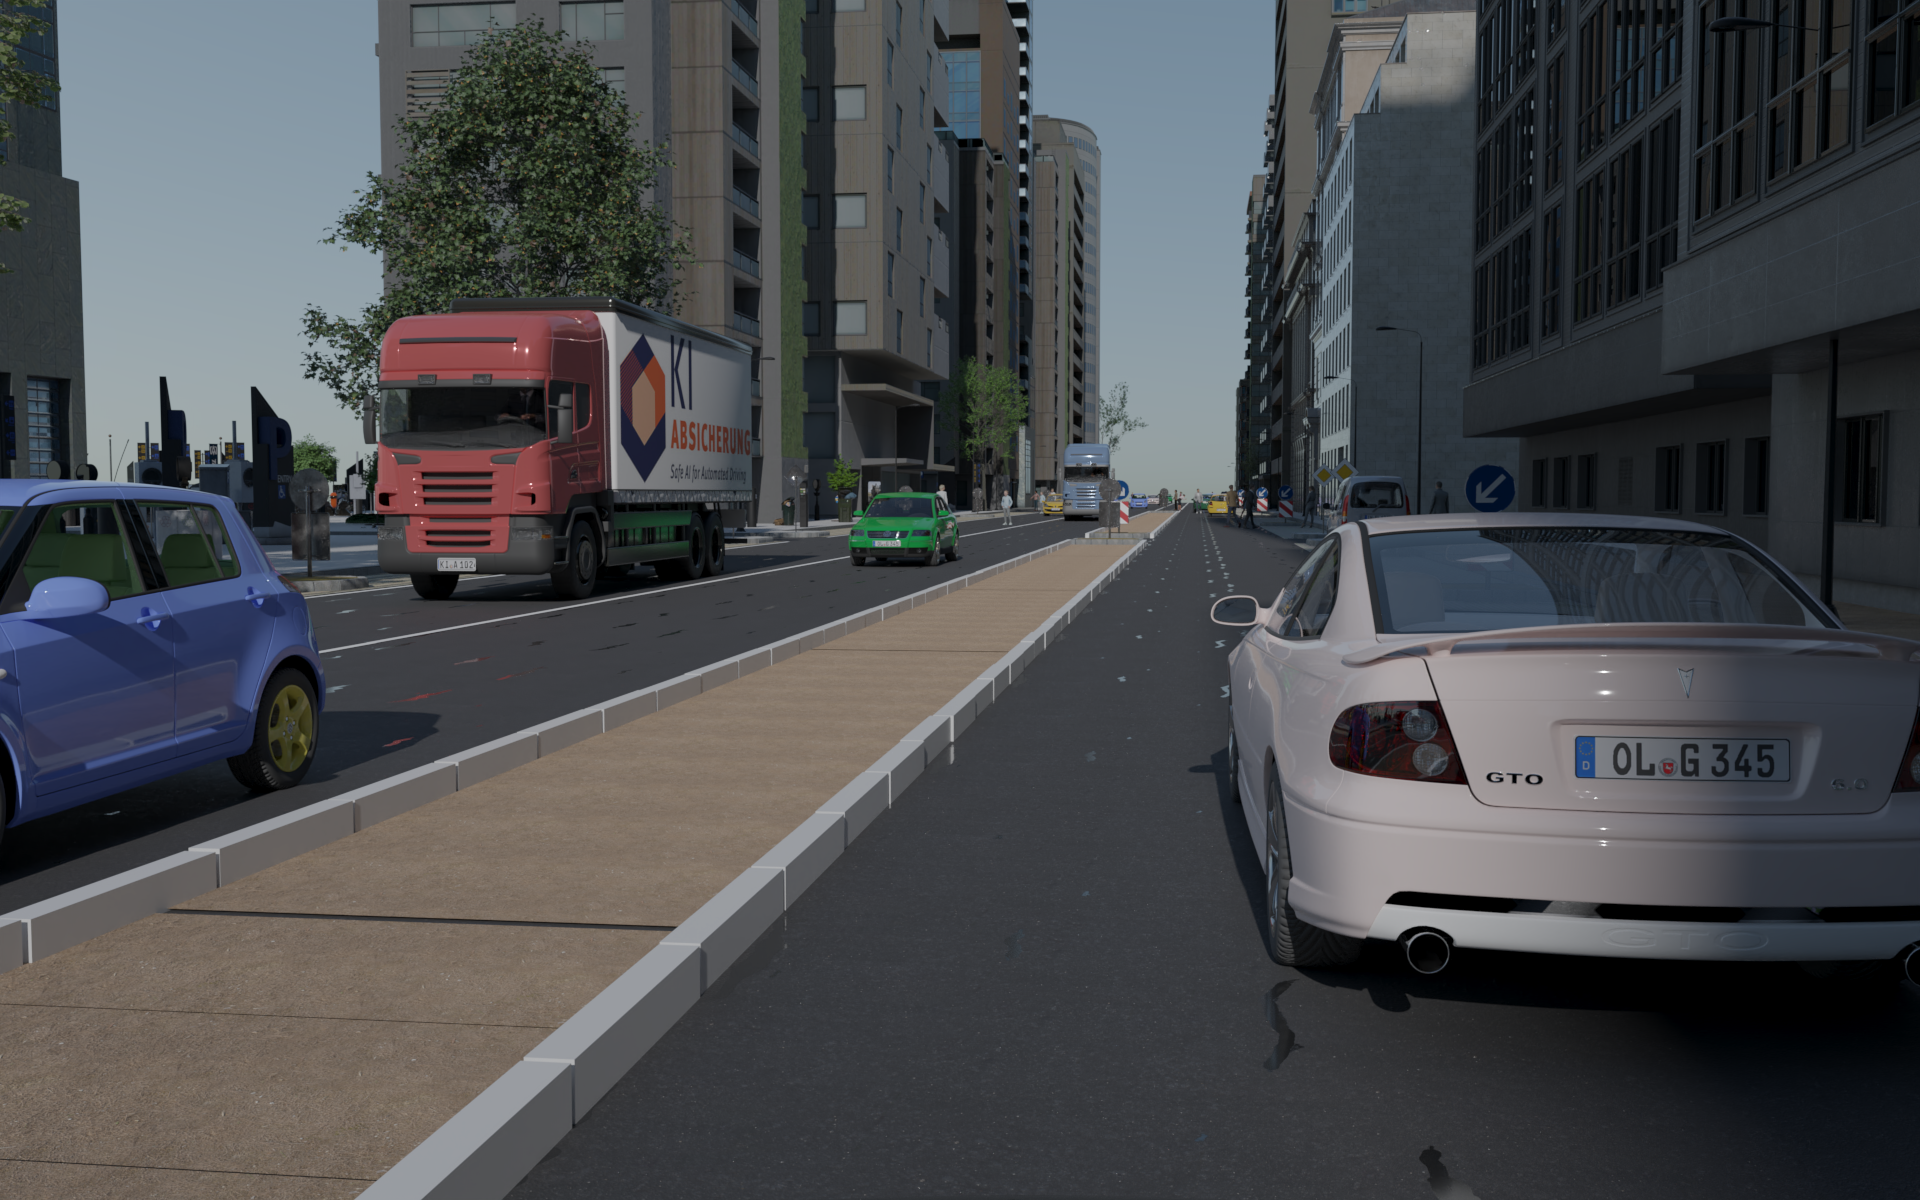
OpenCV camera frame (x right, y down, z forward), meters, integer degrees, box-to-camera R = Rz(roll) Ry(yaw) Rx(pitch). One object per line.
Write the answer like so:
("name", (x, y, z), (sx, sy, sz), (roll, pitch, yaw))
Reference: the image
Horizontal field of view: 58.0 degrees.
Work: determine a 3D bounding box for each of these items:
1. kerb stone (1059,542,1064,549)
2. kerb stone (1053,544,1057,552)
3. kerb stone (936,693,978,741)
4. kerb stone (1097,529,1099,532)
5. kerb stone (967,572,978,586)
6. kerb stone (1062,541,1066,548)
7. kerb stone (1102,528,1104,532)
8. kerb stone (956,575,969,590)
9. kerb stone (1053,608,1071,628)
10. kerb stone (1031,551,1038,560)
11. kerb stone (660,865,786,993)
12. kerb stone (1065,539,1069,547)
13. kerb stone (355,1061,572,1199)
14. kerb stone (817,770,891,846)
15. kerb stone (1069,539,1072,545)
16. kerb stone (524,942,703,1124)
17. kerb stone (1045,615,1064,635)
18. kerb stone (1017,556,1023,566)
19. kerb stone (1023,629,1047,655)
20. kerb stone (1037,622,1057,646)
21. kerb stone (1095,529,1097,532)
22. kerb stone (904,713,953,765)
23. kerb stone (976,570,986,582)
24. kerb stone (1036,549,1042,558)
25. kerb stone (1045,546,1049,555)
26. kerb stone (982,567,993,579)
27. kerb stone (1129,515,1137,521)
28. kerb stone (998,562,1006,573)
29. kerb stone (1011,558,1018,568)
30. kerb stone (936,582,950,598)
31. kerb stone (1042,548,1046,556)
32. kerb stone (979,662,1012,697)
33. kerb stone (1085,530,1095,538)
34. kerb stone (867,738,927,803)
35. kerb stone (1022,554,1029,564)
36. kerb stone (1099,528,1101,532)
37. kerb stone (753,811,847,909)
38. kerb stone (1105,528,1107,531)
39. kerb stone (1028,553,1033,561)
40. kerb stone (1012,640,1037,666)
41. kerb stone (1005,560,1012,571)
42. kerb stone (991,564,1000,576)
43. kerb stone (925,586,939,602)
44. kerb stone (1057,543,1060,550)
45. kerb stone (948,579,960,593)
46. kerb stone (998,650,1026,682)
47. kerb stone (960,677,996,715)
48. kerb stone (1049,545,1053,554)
("kerb stone", (2.492, -1.355, 44.384), (0.120, 0.150, 1.000), (0, 4, 8))
("kerb stone", (2.215, -1.233, 42.349), (0.120, 0.150, 1.000), (0, 4, 8))
("kerb stone", (-0.029, 0.713, 10.531), (0.120, 0.150, 1.000), (0, 4, 8))
("kerb stone", (4.657, -2.323, 60.180), (0.120, 0.150, 1.000), (0, 4, 8))
("kerb stone", (0.116, -0.298, 27.073), (0.120, 0.150, 1.000), (0, 4, 8))
("kerb stone", (2.628, -1.415, 45.398), (0.120, 0.150, 1.000), (0, 4, 8))
("kerb stone", (5.067, -2.509, 63.225), (0.120, 0.150, 1.000), (0, 4, 8))
("kerb stone", (-0.031, -0.236, 26.059), (0.120, 0.150, 1.000), (0, 4, 8))
("kerb stone", (1.074, 0.217, 18.666), (0.120, 0.150, 1.000), (0, 4, 8))
("kerb stone", (1.510, -0.919, 37.254), (0.120, 0.150, 1.000), (0, 4, 8))
("kerb stone", (-0.732, 1.024, 5.448), (0.120, 0.150, 1.000), (0, 4, 8))
("kerb stone", (2.765, -1.481, 46.411), (0.120, 0.150, 1.000), (0, 4, 8))
("kerb stone", (-1.003, 1.148, 3.421), (0.120, 0.150, 1.000), (0, 4, 8))
("kerb stone", (-0.457, 0.899, 7.491), (0.120, 0.150, 1.000), (0, 4, 8))
("kerb stone", (2.901, -1.543, 47.426), (0.120, 0.150, 1.000), (0, 4, 8))
("kerb stone", (-0.866, 1.086, 4.434), (0.120, 0.150, 1.000), (0, 4, 8))
("kerb stone", (0.935, 0.285, 17.645), (0.120, 0.150, 1.000), (0, 4, 8))
("kerb stone", (1.093, -0.735, 34.206), (0.120, 0.150, 1.000), (0, 4, 8))
("kerb stone", (0.657, 0.403, 15.605), (0.120, 0.150, 1.000), (0, 4, 8))
("kerb stone", (0.806, 0.347, 16.629), (0.120, 0.150, 1.000), (0, 4, 8))
("kerb stone", (4.514, -2.260, 59.151), (0.120, 0.150, 1.000), (0, 4, 8))
("kerb stone", (-0.183, 0.775, 9.520), (0.120, 0.150, 1.000), (0, 4, 8))
("kerb stone", (0.253, -0.352, 28.087), (0.120, 0.150, 1.000), (0, 4, 8))
("kerb stone", (1.647, -0.983, 38.274), (0.120, 0.150, 1.000), (0, 4, 8))
("kerb stone", (1.922, -1.108, 40.317), (0.120, 0.150, 1.000), (0, 4, 8))
("kerb stone", (0.390, -0.423, 29.111), (0.120, 0.150, 1.000), (0, 4, 8))
("kerb stone", (9.653, -4.559, 96.732), (0.120, 0.150, 1.000), (0, 4, 8))
("kerb stone", (0.670, -0.548, 31.147), (0.120, 0.150, 1.000), (0, 4, 8))
("kerb stone", (0.951, -0.673, 33.193), (0.120, 0.150, 1.000), (0, 4, 8))
("kerb stone", (-0.309, -0.112, 24.029), (0.120, 0.150, 1.000), (0, 4, 8))
("kerb stone", (1.788, -1.046, 39.303), (0.120, 0.150, 1.000), (0, 4, 8))
("kerb stone", (0.245, 0.589, 12.560), (0.120, 0.150, 1.000), (0, 4, 8))
("kerb stone", (4.371, -2.198, 58.130), (0.120, 0.150, 1.000), (0, 4, 8))
("kerb stone", (-0.313, 0.837, 8.504), (0.120, 0.150, 1.000), (0, 4, 8))
("kerb stone", (1.234, -0.797, 35.228), (0.120, 0.150, 1.000), (0, 4, 8))
("kerb stone", (4.789, -2.385, 61.194), (0.120, 0.150, 1.000), (0, 4, 8))
("kerb stone", (-0.592, 0.962, 6.461), (0.120, 0.150, 1.000), (0, 4, 8))
("kerb stone", (5.345, -2.631, 65.266), (0.120, 0.150, 1.000), (0, 4, 8))
("kerb stone", (1.363, -0.859, 36.242), (0.120, 0.150, 1.000), (0, 4, 8))
("kerb stone", (0.519, 0.472, 14.593), (0.120, 0.150, 1.000), (0, 4, 8))
("kerb stone", (0.811, -0.610, 32.169), (0.120, 0.150, 1.000), (0, 4, 8))
("kerb stone", (0.529, -0.485, 30.132), (0.120, 0.150, 1.000), (0, 4, 8))
("kerb stone", (-0.440, -0.050, 23.015), (0.120, 0.150, 1.000), (0, 4, 8))
("kerb stone", (2.343, -1.295, 43.373), (0.120, 0.150, 1.000), (0, 4, 8))
("kerb stone", (-0.165, -0.174, 25.041), (0.120, 0.150, 1.000), (0, 4, 8))
("kerb stone", (0.390, 0.530, 13.577), (0.120, 0.150, 1.000), (0, 4, 8))
("kerb stone", (0.102, 0.656, 11.545), (0.120, 0.150, 1.000), (0, 4, 8))
("kerb stone", (2.065, -1.167, 41.329), (0.120, 0.150, 1.000), (0, 4, 8))
